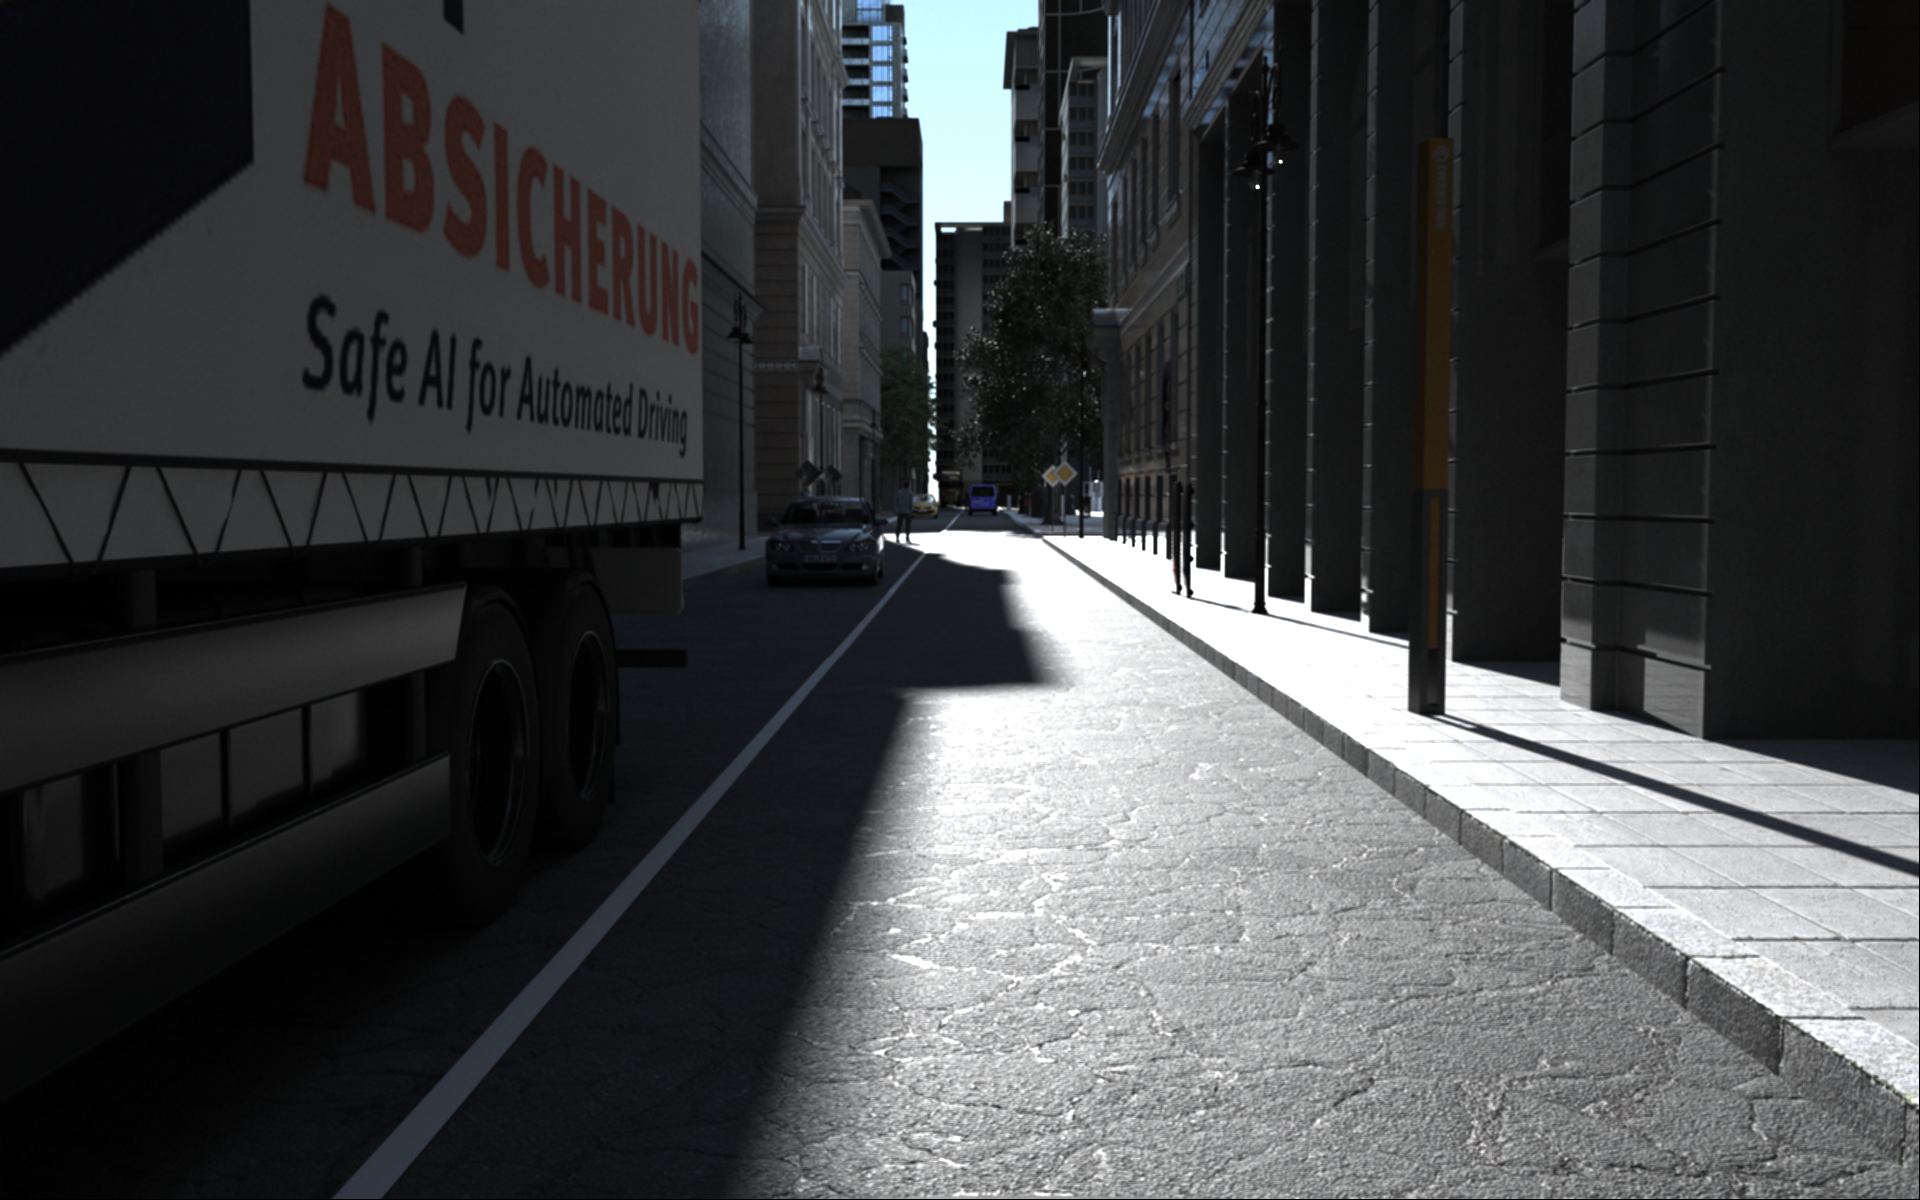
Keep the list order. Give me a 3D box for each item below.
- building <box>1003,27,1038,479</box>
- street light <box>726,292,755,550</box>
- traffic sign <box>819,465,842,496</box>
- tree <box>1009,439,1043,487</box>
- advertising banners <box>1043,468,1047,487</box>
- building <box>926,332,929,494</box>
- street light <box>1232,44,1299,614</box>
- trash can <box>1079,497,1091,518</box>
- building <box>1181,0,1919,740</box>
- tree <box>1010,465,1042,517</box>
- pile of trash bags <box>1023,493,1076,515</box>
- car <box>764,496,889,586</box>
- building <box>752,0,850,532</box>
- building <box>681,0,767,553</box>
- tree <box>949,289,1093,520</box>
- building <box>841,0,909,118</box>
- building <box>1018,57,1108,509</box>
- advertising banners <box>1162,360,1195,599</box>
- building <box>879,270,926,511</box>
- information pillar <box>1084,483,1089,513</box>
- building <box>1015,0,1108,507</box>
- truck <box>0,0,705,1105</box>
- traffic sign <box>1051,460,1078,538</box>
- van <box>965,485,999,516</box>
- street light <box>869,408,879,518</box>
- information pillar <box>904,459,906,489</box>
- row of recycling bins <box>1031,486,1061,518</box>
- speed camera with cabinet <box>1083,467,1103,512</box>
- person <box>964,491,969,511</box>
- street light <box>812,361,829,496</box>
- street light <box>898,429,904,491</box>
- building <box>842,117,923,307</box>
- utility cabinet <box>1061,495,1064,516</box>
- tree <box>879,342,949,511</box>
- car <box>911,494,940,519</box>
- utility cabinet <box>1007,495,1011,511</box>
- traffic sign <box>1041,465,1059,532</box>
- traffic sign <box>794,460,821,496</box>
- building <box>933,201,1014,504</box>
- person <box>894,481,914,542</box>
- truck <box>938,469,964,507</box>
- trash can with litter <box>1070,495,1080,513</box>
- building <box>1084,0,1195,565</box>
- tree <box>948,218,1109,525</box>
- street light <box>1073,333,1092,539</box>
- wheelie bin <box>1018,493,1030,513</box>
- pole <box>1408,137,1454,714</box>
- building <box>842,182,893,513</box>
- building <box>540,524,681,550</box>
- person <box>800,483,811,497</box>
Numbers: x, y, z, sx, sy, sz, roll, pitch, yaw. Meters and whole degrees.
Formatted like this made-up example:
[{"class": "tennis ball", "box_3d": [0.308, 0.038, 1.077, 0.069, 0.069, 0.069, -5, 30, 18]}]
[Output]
[{"class": "building", "box_3d": [19.357, -37.047, 194.953, 28.713, 52.752, 27.495, 0, 4, 1]}, {"class": "street light", "box_3d": [-5.035, -4.102, 39.853, 0.468, 5.910, 1.993, 0, 4, 1]}, {"class": "traffic sign", "box_3d": [-4.394, -3.380, 58.906, 0.795, 2.450, 0.064, 0, 4, 1]}, {"class": "tree", "box_3d": [5.038, -11.285, 134.865, 4.360, 8.622, 3.978, 0, 3, 0]}, {"class": "advertising banners", "box_3d": [6.080, -7.360, 116.522, 0.090, 3.025, 2.074, 2, 4, 30]}, {"class": "building", "box_3d": [-17.428, -20.401, 178.599, 27.650, 21.520, 28.899, 0, 4, 1]}, {"class": "street light", "box_3d": [3.222, -2.792, 18.443, 0.468, 5.910, 1.993, 0, 4, 1]}, {"class": "trash can", "box_3d": [6.697, -4.956, 92.684, 0.748, 1.137, 0.748, 0, 3, 0]}, {"class": "building", "box_3d": [9.332, -14.543, 15.276, 11.434, 29.767, 29.804, 0, 4, 1]}, {"class": "tree", "box_3d": [3.963, -7.081, 110.379, 1.663, 3.219, 1.824, 0, 3, 0]}, {"class": "pile of trash bags", "box_3d": [5.527, -5.923, 106.596, 3.447, 1.369, 1.912, 1, 4, 19]}, {"class": "car", "box_3d": [-2.173, -1.018, 28.640, 2.014, 1.417, 4.499, 0, 4, -1]}, {"class": "building", "box_3d": [-11.518, -17.247, 67.895, 13.634, 28.700, 20.117, 0, 4, 1]}, {"class": "building", "box_3d": [-20.183, -12.794, 42.469, 30.059, 22.955, 16.112, 0, 4, 1]}, {"class": "tree", "box_3d": [4.356, -10.821, 87.286, 12.009, 13.543, 11.850, 0, 3, 0]}, {"class": "building", "box_3d": [-19.823, -55.940, 227.282, 31.000, 86.520, 22.319, 0, 4, 1]}, {"class": "building", "box_3d": [21.276, -27.931, 148.549, 32.217, 40.220, 23.993, 0, 4, 1]}, {"class": "advertising banners", "box_3d": [2.768, -1.585, 22.099, 0.090, 3.025, 2.074, 0, 4, -2]}, {"class": "building", "box_3d": [-17.392, -18.577, 148.765, 27.650, 21.520, 28.899, 0, 4, 1]}, {"class": "information pillar", "box_3d": [8.468, -6.813, 115.881, 0.304, 2.012, 0.304, 0, 4, -6]}, {"class": "building", "box_3d": [16.018, -44.781, 170.414, 20.563, 71.187, 20.611, 0, 4, 1]}, {"class": "truck", "box_3d": [-2.756, -0.903, 3.675, 2.839, 4.237, 11.283, 0, 4, 2]}, {"class": "traffic sign", "box_3d": [3.071, -2.886, 50.826, 0.795, 2.450, 0.064, 0, 4, 1]}, {"class": "van", "box_3d": [1.494, -6.815, 115.814, 2.240, 2.365, 5.245, 0, 3, 0]}, {"class": "street light", "box_3d": [-4.545, -7.262, 91.529, 0.468, 5.910, 1.993, 0, 4, 1]}, {"class": "information pillar", "box_3d": [-3.691, -7.660, 116.590, 0.183, 3.616, 0.504, 0, 4, 6]}, {"class": "row of recycling bins", "box_3d": [4.714, -5.385, 95.153, 1.069, 1.692, 3.534, 1, 4, 20]}, {"class": "speed camera with cabinet", "box_3d": [9.648, -8.069, 126.263, 0.660, 3.252, 2.038, 2, 4, 33]}, {"class": "person", "box_3d": [0.648, -8.648, 150.693, 0.445, 1.727, 0.742, -3, 5, -44]}, {"class": "street light", "box_3d": [-4.810, -5.340, 60.092, 0.468, 5.910, 1.993, 0, 4, 1]}, {"class": "street light", "box_3d": [-4.222, -9.200, 123.199, 0.468, 5.910, 1.993, 0, 4, 1]}, {"class": "building", "box_3d": [-11.623, -33.782, 202.442, 14.200, 45.320, 14.600, 0, 4, 1]}, {"class": "utility cabinet", "box_3d": [5.713, -5.581, 102.404, 0.306, 1.237, 1.020, 3, 5, 43]}, {"class": "tree", "box_3d": [-4.540, -12.953, 129.911, 7.486, 12.596, 7.792, 0, 3, 0]}, {"class": "car", "box_3d": [-2.166, -5.648, 102.575, 2.015, 1.641, 3.980, 0, 4, 0]}, {"class": "utility cabinet", "box_3d": [3.773, -7.471, 133.317, 0.306, 1.237, 1.020, 0, 4, -1]}, {"class": "traffic sign", "box_3d": [3.150, -3.374, 58.811, 0.795, 2.450, 0.064, 0, 4, 1]}, {"class": "traffic sign", "box_3d": [-4.473, -2.892, 50.921, 0.795, 2.450, 0.064, 0, 4, 1]}, {"class": "building", "box_3d": [8.450, -33.045, 232.166, 23.993, 40.220, 32.217, 0, 4, 1]}, {"class": "person", "box_3d": [-1.675, -2.616, 51.291, 0.660, 1.820, 0.620, 1, 4, 17]}, {"class": "truck", "box_3d": [-0.992, -12.521, 193.634, 2.839, 4.237, 11.283, 0, 3, 0]}, {"class": "trash can with litter", "box_3d": [8.102, -6.707, 120.721, 1.678, 1.210, 2.233, 2, 4, 30]}, {"class": "building", "box_3d": [10.337, -15.554, 40.213, 13.634, 28.700, 20.117, 0, 4, 1]}, {"class": "tree", "box_3d": [3.992, -9.484, 72.065, 9.611, 12.733, 9.660, 0, 3, 0]}, {"class": "street light", "box_3d": [3.506, -4.715, 49.879, 0.468, 5.910, 1.993, 0, 4, 1]}, {"class": "wheelie bin", "box_3d": [4.250, -6.439, 113.183, 0.980, 1.594, 0.693, -3, 5, -44]}, {"class": "pole", "box_3d": [2.738, -0.992, 10.067, 0.158, 3.312, 0.155, 0, 3, 0]}, {"class": "building", "box_3d": [-10.053, -15.135, 98.368, 10.553, 20.767, 40.483, 0, 4, 1]}, {"class": "building", "box_3d": [-11.420, -11.866, 23.686, 12.332, 23.373, 15.834, 0, 4, 1]}, {"class": "person", "box_3d": [-5.024, -2.918, 56.236, 0.581, 1.822, 0.654, -2, 4, -28]}]
